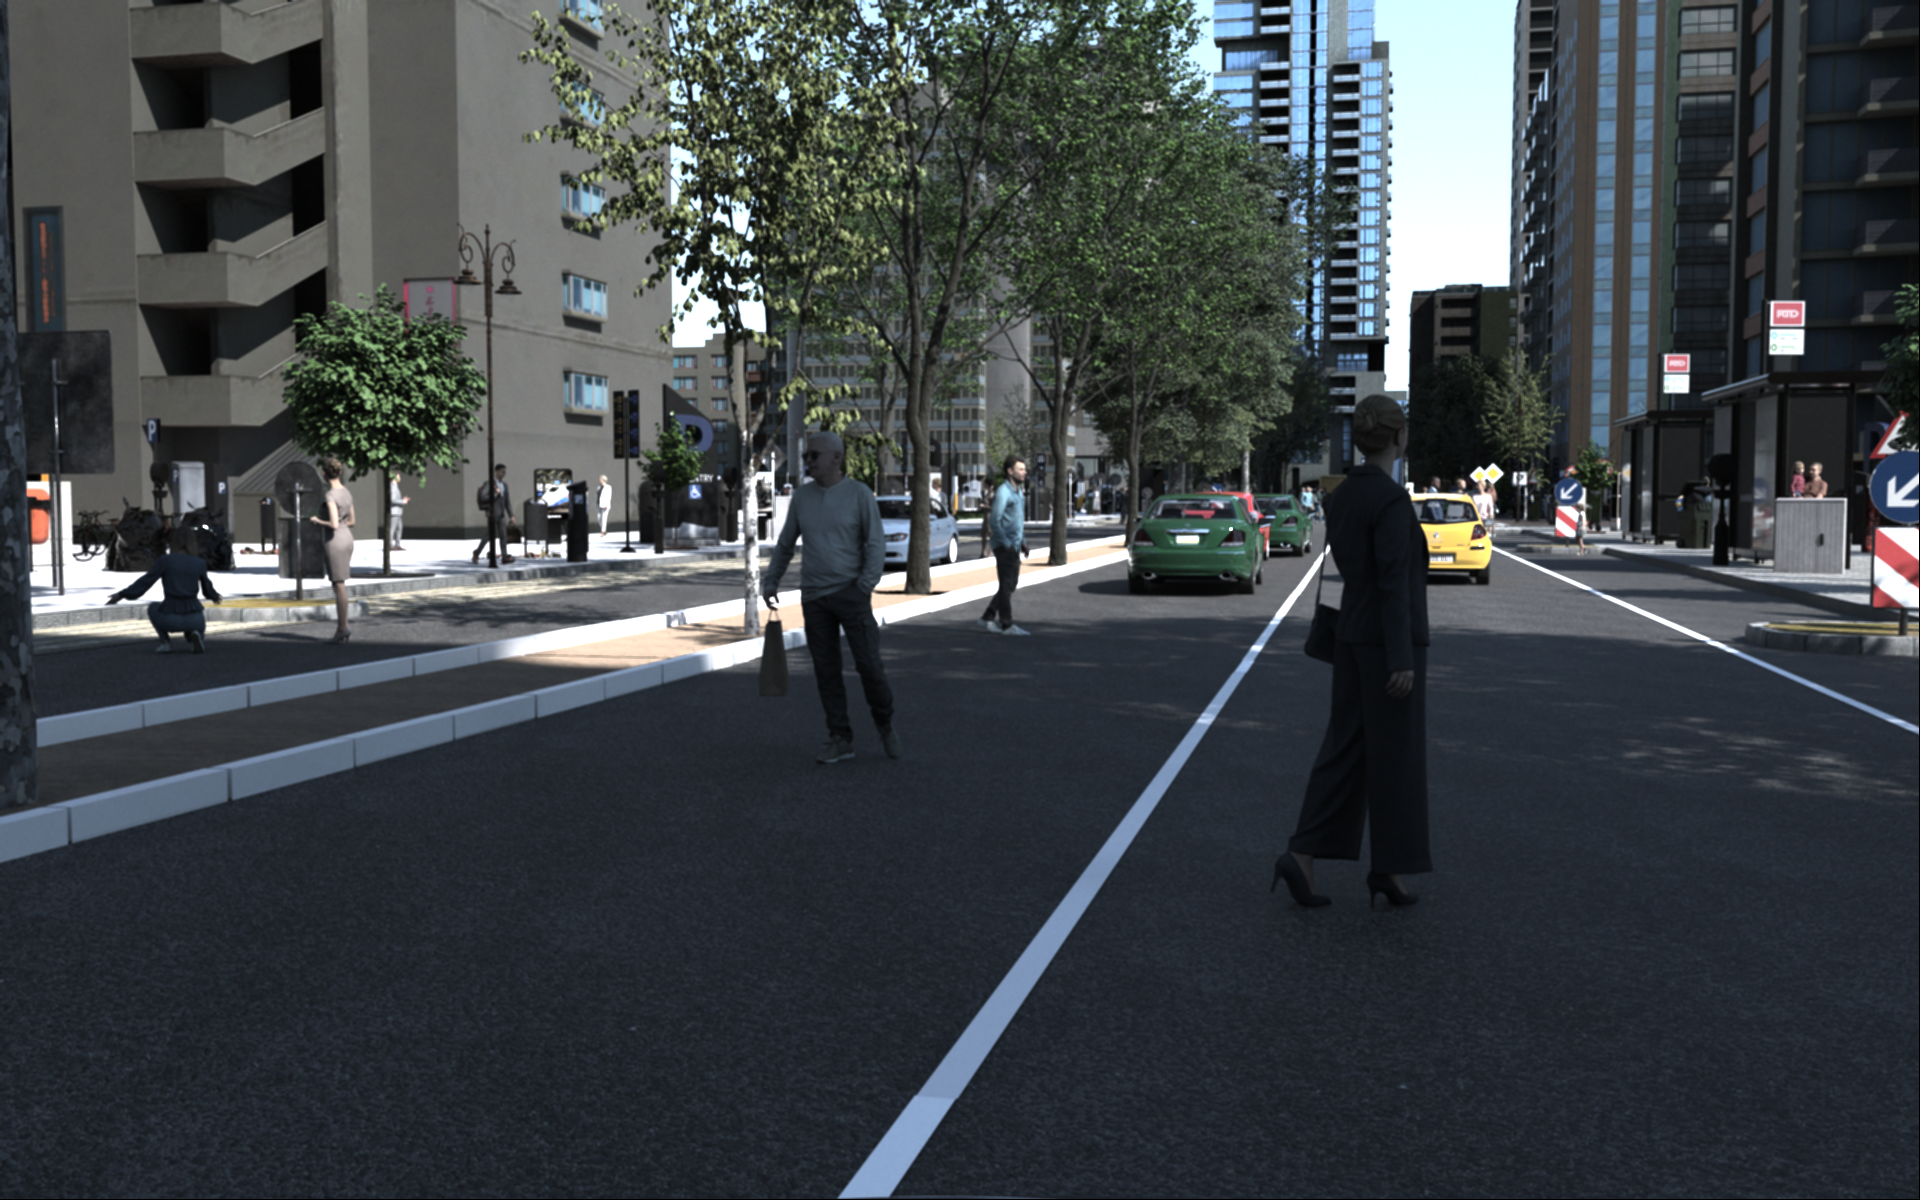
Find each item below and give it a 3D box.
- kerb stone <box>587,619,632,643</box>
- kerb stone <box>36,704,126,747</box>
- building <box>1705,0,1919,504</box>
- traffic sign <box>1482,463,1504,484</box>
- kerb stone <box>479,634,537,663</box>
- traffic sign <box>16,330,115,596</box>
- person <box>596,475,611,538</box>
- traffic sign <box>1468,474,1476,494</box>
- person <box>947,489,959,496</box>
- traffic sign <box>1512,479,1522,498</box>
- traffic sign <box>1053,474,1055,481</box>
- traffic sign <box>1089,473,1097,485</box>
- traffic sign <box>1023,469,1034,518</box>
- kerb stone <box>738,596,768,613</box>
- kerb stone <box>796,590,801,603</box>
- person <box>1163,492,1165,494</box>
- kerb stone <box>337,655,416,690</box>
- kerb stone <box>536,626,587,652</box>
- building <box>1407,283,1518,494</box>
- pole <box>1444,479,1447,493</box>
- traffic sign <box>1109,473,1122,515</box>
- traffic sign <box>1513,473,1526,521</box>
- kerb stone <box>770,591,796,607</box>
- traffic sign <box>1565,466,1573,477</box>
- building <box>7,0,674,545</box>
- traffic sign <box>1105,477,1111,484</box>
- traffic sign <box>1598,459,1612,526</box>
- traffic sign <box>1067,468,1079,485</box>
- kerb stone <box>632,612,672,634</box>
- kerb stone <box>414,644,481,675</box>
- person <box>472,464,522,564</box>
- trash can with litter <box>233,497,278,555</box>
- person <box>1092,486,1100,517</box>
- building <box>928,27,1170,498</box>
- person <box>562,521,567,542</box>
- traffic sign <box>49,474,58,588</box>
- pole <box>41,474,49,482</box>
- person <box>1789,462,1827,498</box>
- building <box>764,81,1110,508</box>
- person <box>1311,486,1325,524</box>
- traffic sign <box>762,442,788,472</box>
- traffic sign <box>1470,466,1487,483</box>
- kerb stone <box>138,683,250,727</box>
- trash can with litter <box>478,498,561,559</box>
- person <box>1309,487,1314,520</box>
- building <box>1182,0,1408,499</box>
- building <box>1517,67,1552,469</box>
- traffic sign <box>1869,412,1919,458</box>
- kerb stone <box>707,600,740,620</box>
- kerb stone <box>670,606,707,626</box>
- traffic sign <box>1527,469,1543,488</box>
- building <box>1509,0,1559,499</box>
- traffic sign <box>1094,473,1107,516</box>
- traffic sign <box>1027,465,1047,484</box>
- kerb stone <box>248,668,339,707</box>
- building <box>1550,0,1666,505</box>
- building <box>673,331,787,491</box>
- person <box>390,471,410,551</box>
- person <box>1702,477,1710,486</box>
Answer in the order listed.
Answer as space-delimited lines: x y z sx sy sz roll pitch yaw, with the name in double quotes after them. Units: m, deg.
-3.522 0.315 17.064 0.120 0.150 1.000 1 4 13 "kerb stone"
-5.156 0.742 10.086 0.120 0.150 1.000 1 4 13 "kerb stone"
50.186 -26.024 80.122 28.867 44.769 22.147 1 4 13 "building"
19.973 -3.835 64.887 0.795 2.593 0.064 1 4 13 "traffic sign"
-3.989 0.436 15.074 0.120 0.150 1.000 1 4 13 "kerb stone"
-11.637 -1.709 21.815 2.265 3.308 0.079 1 4 14 "traffic sign"
-10.540 -2.772 51.249 0.514 1.842 0.818 0 4 8 "person"
31.563 -6.499 106.372 0.768 2.556 0.104 1 4 15 "traffic sign"
-0.398 -5.920 102.197 0.648 1.900 0.474 -1 4 -19 "person"
31.675 -5.894 98.498 0.606 2.300 0.079 1 4 15 "traffic sign"
5.737 -6.115 100.093 0.768 2.556 0.104 1 4 14 "traffic sign"
8.307 -6.531 106.512 0.795 2.593 0.064 1 4 16 "traffic sign"
3.406 -5.287 86.550 0.768 2.556 0.104 1 4 22 "traffic sign"
-2.593 0.069 21.062 0.120 0.150 1.000 1 4 13 "kerb stone"
-2.115 -0.046 23.052 0.120 0.150 1.000 1 4 13 "kerb stone"
19.761 -9.783 166.006 1.348 1.822 0.705 2 4 28 "person"
-4.455 0.557 13.084 0.120 0.150 1.000 1 4 13 "kerb stone"
-3.758 0.375 16.069 0.120 0.150 1.000 1 4 13 "kerb stone"
69.666 -28.710 241.117 14.107 30.474 14.160 1 4 13 "building"
40.151 -9.139 143.266 0.158 3.312 0.155 0 3 0 "pole"
9.532 -6.501 106.398 0.768 2.556 0.104 1 4 16 "traffic sign"
26.293 -4.847 81.386 0.606 2.300 0.079 1 4 23 "traffic sign"
-2.344 0.009 22.056 0.120 0.150 1.000 1 4 13 "kerb stone"
27.429 -4.732 77.473 0.768 2.556 0.104 1 4 19 "traffic sign"
-22.936 -26.261 53.070 21.600 48.544 21.300 1 4 13 "building"
9.942 -7.219 118.139 0.768 2.556 0.104 1 4 20 "traffic sign"
23.540 -3.886 63.637 0.768 2.556 0.104 1 4 20 "traffic sign"
4.868 -4.554 76.644 0.795 2.593 0.064 1 4 13 "traffic sign"
-3.284 0.260 18.067 0.120 0.150 1.000 1 4 13 "kerb stone"
-4.217 0.497 14.078 0.120 0.150 1.000 1 4 13 "kerb stone"
-8.507 -1.575 31.753 0.822 1.834 0.622 1 4 22 "person"
-14.915 -1.595 37.133 2.233 1.210 1.678 3 5 42 "trash can with litter"
7.791 -5.652 99.024 0.480 1.755 0.524 -1 4 -12 "person"
9.879 -37.696 205.571 27.495 52.752 28.713 1 4 13 "building"
-10.812 -2.493 46.585 0.755 1.850 0.659 -1 4 -19 "person"
-12.421 -1.449 23.699 0.884 2.594 0.081 1 4 14 "traffic sign"
-20.638 -2.766 39.060 0.158 3.312 0.155 0 3 0 "pole"
14.226 -1.418 29.196 0.580 1.828 0.573 0 4 -6 "person"
-1.920 -29.097 167.618 32.217 40.220 23.993 1 4 13 "building"
17.163 -4.560 83.040 0.713 1.824 0.794 0 4 8 "person"
-4.746 -2.701 43.888 0.795 2.593 0.064 1 4 16 "traffic sign"
21.799 -4.310 72.662 0.795 2.593 0.064 1 4 13 "traffic sign"
-4.931 0.679 11.086 0.120 0.150 1.000 1 4 13 "kerb stone"
-8.909 -1.451 34.774 1.678 1.210 2.233 3 5 44 "trash can with litter"
17.301 -4.677 85.513 0.519 1.759 0.362 -1 4 -23 "person"
48.294 -57.198 247.856 31.000 86.520 22.319 1 4 13 "building"
73.808 -34.909 190.376 23.786 49.044 30.456 1 4 13 "building"
13.992 -1.576 25.775 0.884 2.594 0.081 1 4 16 "traffic sign"
-2.814 0.134 20.056 0.120 0.150 1.000 1 4 13 "kerb stone"
-3.053 0.198 19.062 0.120 0.150 1.000 1 4 13 "kerb stone"
29.437 -5.430 88.789 0.884 2.594 0.081 1 4 19 "traffic sign"
87.276 -48.972 238.940 20.611 71.187 20.563 1 4 13 "building"
8.345 -6.300 103.105 0.768 2.556 0.104 1 4 19 "traffic sign"
3.042 -4.078 68.869 0.795 2.593 0.064 1 4 13 "traffic sign"
-4.693 0.618 12.088 0.120 0.150 1.000 1 4 13 "kerb stone"
54.123 -29.622 134.433 14.600 45.320 14.200 1 4 13 "building"
-17.395 -22.548 213.706 28.899 21.520 27.650 1 4 13 "building"
-12.642 -2.003 38.999 0.583 1.804 0.606 -2 4 -27 "person"
18.136 -2.147 42.152 0.512 1.701 0.522 -1 4 -13 "person"
